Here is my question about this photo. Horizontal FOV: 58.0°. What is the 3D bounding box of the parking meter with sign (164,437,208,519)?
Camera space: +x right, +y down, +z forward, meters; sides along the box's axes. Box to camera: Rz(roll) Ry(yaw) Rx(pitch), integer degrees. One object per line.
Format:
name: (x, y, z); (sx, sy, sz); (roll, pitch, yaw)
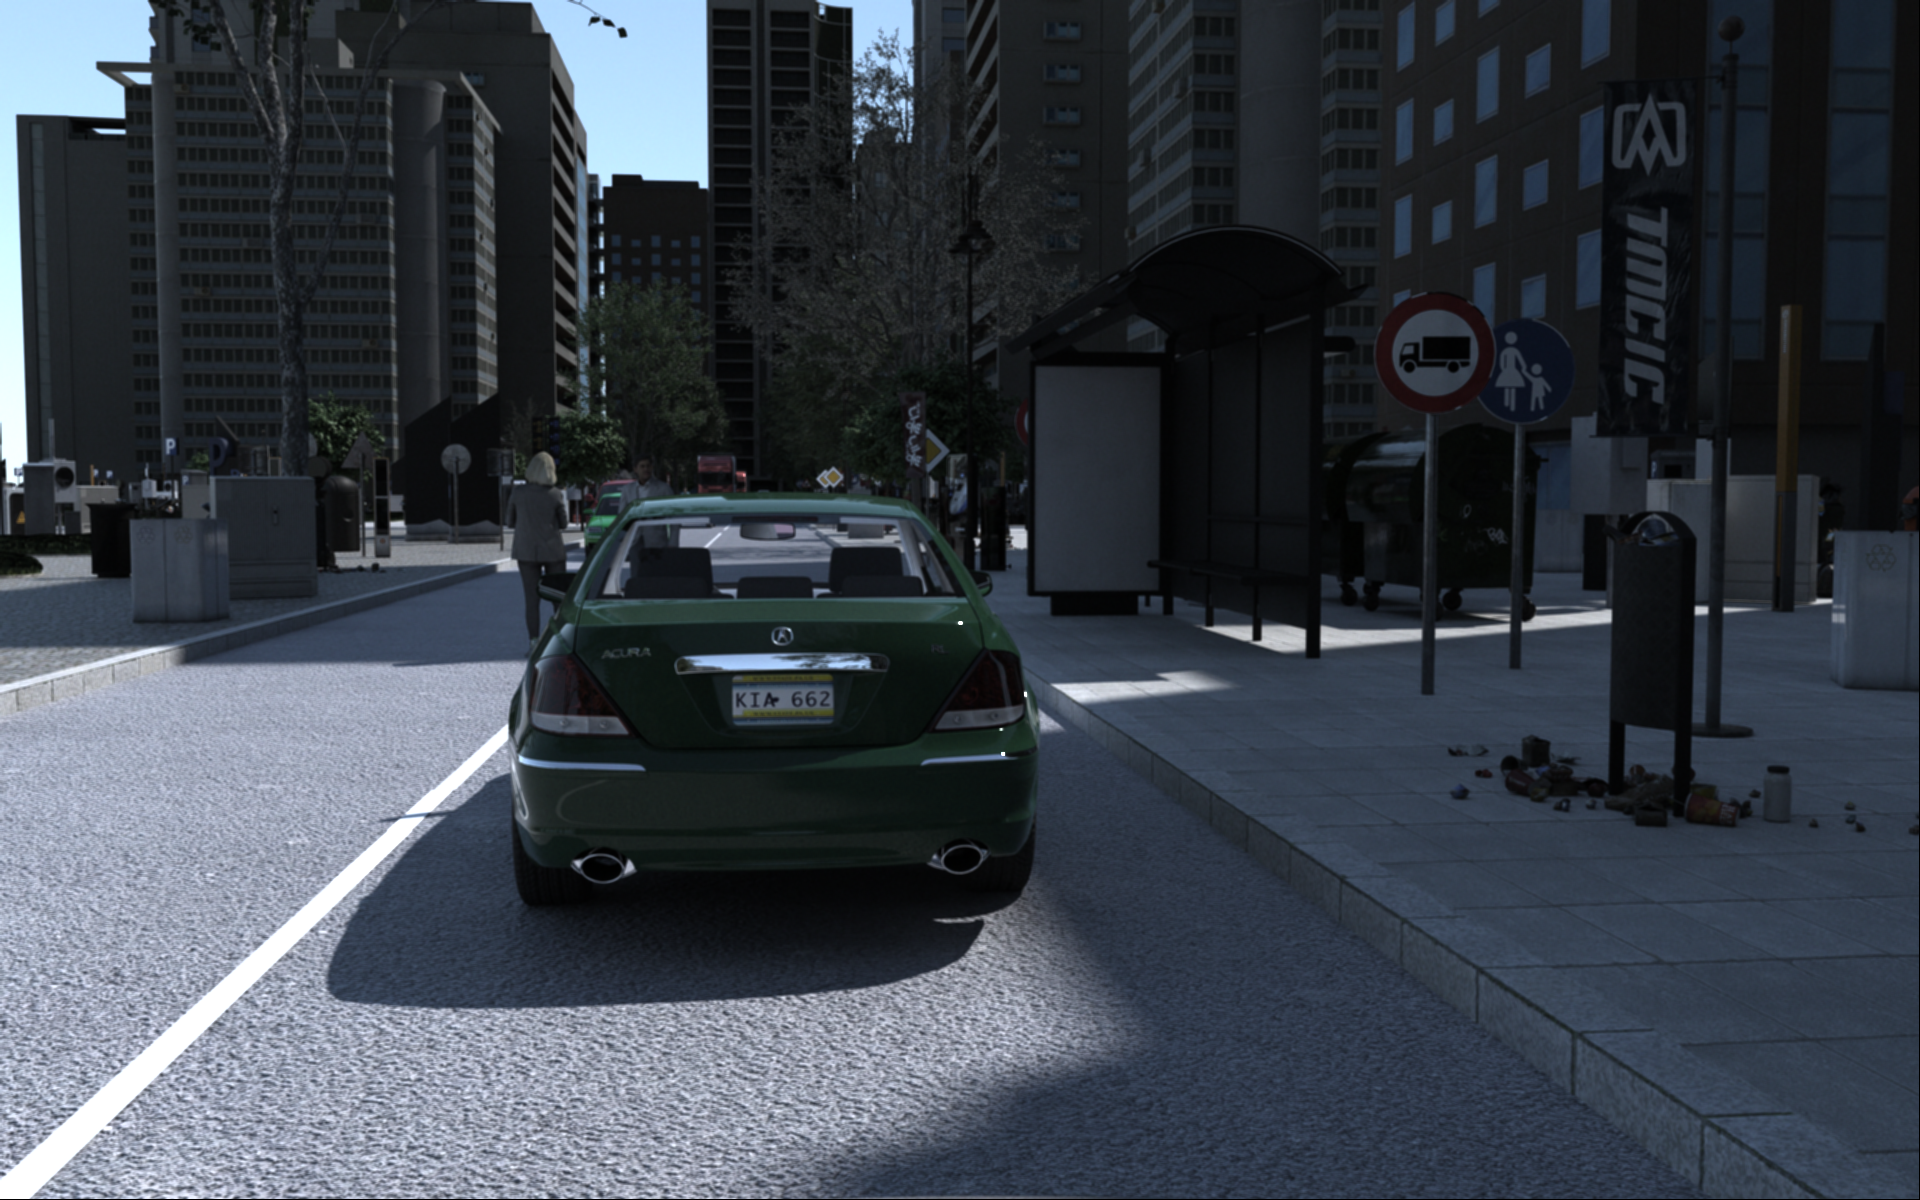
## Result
parking meter with sign: (-23.931, -3.545, 54.216); (0.543, 3.016, 1.738); (2, 4, 27)

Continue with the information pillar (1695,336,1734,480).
information pillar: (11.246, -2.108, 25.824); (0.504, 3.616, 0.183); (2, 4, 34)

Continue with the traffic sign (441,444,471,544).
traffic sign: (-12.811, -2.686, 44.028); (0.768, 2.556, 0.104); (0, 4, 3)

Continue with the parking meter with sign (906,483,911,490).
parking meter with sign: (-4.156, -8.054, 127.939); (1.738, 3.016, 0.543); (-2, 4, -24)

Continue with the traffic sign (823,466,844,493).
traffic sign: (-4.541, -3.581, 62.195); (0.795, 2.450, 0.064); (0, 4, -6)

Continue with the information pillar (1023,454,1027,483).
information pillar: (3.904, -6.712, 101.090); (0.504, 3.616, 0.183); (3, 4, 39)

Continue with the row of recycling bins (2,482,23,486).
row of recycling bins: (-32.606, -3.139, 58.428); (3.534, 1.692, 1.069); (1, 4, 14)

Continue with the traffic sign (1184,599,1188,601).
traffic sign: (2.737, -1.265, 20.794); (0.768, 2.556, 0.104); (0, 4, 1)

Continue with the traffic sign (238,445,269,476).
traffic sign: (-14.822, -2.094, 36.369); (0.606, 2.300, 0.079); (0, 4, -6)

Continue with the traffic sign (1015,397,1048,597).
traffic sign: (1.058, -1.310, 21.524); (0.768, 2.556, 0.104); (0, 4, -6)

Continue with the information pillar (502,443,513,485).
information pillar: (-20.865, -5.418, 79.936); (0.504, 3.616, 0.183); (-2, 4, -35)

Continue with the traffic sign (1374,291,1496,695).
traffic sign: (2.995, -0.667, 11.014); (0.768, 2.556, 0.104); (0, 4, 1)

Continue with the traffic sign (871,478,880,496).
traffic sign: (-3.404, -4.272, 71.038); (0.795, 2.450, 0.064); (0, 4, 3)

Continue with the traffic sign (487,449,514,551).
traffic sign: (-10.368, -2.264, 39.139); (0.606, 2.300, 0.079); (0, 4, 0)

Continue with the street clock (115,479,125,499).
street clock: (-40.131, -4.786, 82.821); (0.471, 2.002, 0.358); (2, 4, 34)

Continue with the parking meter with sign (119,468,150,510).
parking meter with sign: (-55.464, -7.352, 116.463); (1.738, 3.016, 0.543); (-3, 5, -45)

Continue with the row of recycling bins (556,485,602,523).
row of recycling bins: (-16.592, -4.331, 77.930); (3.534, 1.692, 1.069); (-2, 4, -24)

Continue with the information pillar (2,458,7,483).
information pillar: (-62.310, -7.429, 112.823); (0.183, 3.616, 0.504); (1, 4, 15)

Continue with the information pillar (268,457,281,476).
information pillar: (-13.612, -1.848, 34.708); (0.304, 2.012, 0.304); (1, 4, 21)

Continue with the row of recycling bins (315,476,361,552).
row of recycling bins: (-14.534, -2.004, 39.875); (1.069, 1.692, 3.534); (-2, 4, -30)

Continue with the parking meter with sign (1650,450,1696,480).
parking meter with sign: (12.388, -2.070, 30.114); (1.738, 3.016, 0.543); (0, 4, 6)

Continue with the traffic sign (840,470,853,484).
traffic sign: (-6.046, -5.608, 91.802); (0.768, 2.556, 0.104); (0, 4, -4)

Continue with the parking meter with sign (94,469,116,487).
parking meter with sign: (-60.631, -7.735, 122.732); (0.543, 3.016, 1.738); (1, 4, 12)

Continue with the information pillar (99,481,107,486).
information pillar: (-47.835, -5.640, 96.701); (0.304, 2.012, 0.304); (-1, 4, -11)

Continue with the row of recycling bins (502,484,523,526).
row of recycling bins: (-18.097, -3.861, 70.248); (1.069, 1.692, 3.534); (-2, 4, -27)

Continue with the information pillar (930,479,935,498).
information pillar: (-1.252, -5.117, 75.012); (0.183, 3.616, 0.504); (2, 4, 31)

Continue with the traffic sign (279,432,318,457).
traffic sign: (-12.849, -2.050, 33.628); (0.768, 2.556, 0.104); (0, 4, 3)

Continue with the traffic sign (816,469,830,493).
traffic sign: (-5.443, -4.066, 70.129); (0.795, 2.450, 0.064); (0, 4, -6)

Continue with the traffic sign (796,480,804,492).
traffic sign: (-13.121, -8.722, 142.705); (0.768, 2.556, 0.104); (0, 4, -3)

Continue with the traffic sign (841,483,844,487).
traffic sign: (-6.755, -6.142, 101.611); (0.795, 2.450, 0.064); (0, 4, 1)

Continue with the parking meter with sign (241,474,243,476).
parking meter with sign: (-51.927, -8.013, 127.269); (1.738, 3.016, 0.543); (0, 4, -5)

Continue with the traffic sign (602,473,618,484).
traffic sign: (-12.487, -3.527, 61.316); (0.795, 2.450, 0.064); (0, 4, -6)

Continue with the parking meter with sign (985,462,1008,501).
parking meter with sign: (2.168, -5.881, 92.414); (1.738, 3.016, 0.543); (1, 4, 17)

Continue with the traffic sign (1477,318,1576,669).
traffic sign: (4.082, -0.768, 12.658); (0.768, 2.556, 0.104); (0, 4, -1)

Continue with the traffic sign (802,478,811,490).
traffic sign: (-12.272, -8.487, 138.758); (0.884, 2.594, 0.081); (0, 4, 2)

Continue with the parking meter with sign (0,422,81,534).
parking meter with sign: (-22.471, -2.815, 42.285); (1.738, 3.016, 0.543); (-2, 4, -29)

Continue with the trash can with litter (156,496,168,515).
trash can with litter: (-32.192, -3.634, 70.479); (2.233, 1.210, 1.678); (1, 4, 13)

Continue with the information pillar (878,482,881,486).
information pillar: (-4.923, -7.150, 108.260); (0.504, 3.616, 0.183); (-1, 4, -21)

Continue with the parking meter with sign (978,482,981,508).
parking meter with sign: (0.949, -6.960, 110.049); (1.738, 3.016, 0.543); (-2, 4, -24)

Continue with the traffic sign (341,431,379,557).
traffic sign: (-12.245, -2.171, 35.501); (0.884, 2.594, 0.081); (0, 4, -2)

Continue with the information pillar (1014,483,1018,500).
information pillar: (3.702, -6.583, 112.120); (0.304, 2.012, 0.304); (-1, 4, -12)

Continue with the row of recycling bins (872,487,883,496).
row of recycling bins: (-6.189, -8.419, 144.767); (3.534, 1.692, 1.069); (2, 4, 29)

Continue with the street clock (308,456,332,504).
street clock: (-12.245, -1.743, 33.071); (0.471, 2.002, 0.358); (0, 4, 4)

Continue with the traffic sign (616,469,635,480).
traffic sign: (-13.388, -4.013, 69.251); (0.795, 2.450, 0.064); (0, 4, -6)

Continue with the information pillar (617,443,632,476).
information pillar: (-14.713, -5.146, 75.496); (0.504, 3.616, 0.183); (-2, 4, -34)

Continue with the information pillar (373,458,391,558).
information pillar: (-11.701, -1.869, 35.045); (0.304, 2.012, 0.304); (-1, 4, -20)

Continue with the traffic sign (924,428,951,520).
traffic sign: (-0.560, -1.785, 30.366); (0.795, 2.450, 0.064); (0, 4, -4)

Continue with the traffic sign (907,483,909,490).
traffic sign: (-1.880, -3.841, 62.900); (0.768, 2.556, 0.104); (0, 4, 3)
